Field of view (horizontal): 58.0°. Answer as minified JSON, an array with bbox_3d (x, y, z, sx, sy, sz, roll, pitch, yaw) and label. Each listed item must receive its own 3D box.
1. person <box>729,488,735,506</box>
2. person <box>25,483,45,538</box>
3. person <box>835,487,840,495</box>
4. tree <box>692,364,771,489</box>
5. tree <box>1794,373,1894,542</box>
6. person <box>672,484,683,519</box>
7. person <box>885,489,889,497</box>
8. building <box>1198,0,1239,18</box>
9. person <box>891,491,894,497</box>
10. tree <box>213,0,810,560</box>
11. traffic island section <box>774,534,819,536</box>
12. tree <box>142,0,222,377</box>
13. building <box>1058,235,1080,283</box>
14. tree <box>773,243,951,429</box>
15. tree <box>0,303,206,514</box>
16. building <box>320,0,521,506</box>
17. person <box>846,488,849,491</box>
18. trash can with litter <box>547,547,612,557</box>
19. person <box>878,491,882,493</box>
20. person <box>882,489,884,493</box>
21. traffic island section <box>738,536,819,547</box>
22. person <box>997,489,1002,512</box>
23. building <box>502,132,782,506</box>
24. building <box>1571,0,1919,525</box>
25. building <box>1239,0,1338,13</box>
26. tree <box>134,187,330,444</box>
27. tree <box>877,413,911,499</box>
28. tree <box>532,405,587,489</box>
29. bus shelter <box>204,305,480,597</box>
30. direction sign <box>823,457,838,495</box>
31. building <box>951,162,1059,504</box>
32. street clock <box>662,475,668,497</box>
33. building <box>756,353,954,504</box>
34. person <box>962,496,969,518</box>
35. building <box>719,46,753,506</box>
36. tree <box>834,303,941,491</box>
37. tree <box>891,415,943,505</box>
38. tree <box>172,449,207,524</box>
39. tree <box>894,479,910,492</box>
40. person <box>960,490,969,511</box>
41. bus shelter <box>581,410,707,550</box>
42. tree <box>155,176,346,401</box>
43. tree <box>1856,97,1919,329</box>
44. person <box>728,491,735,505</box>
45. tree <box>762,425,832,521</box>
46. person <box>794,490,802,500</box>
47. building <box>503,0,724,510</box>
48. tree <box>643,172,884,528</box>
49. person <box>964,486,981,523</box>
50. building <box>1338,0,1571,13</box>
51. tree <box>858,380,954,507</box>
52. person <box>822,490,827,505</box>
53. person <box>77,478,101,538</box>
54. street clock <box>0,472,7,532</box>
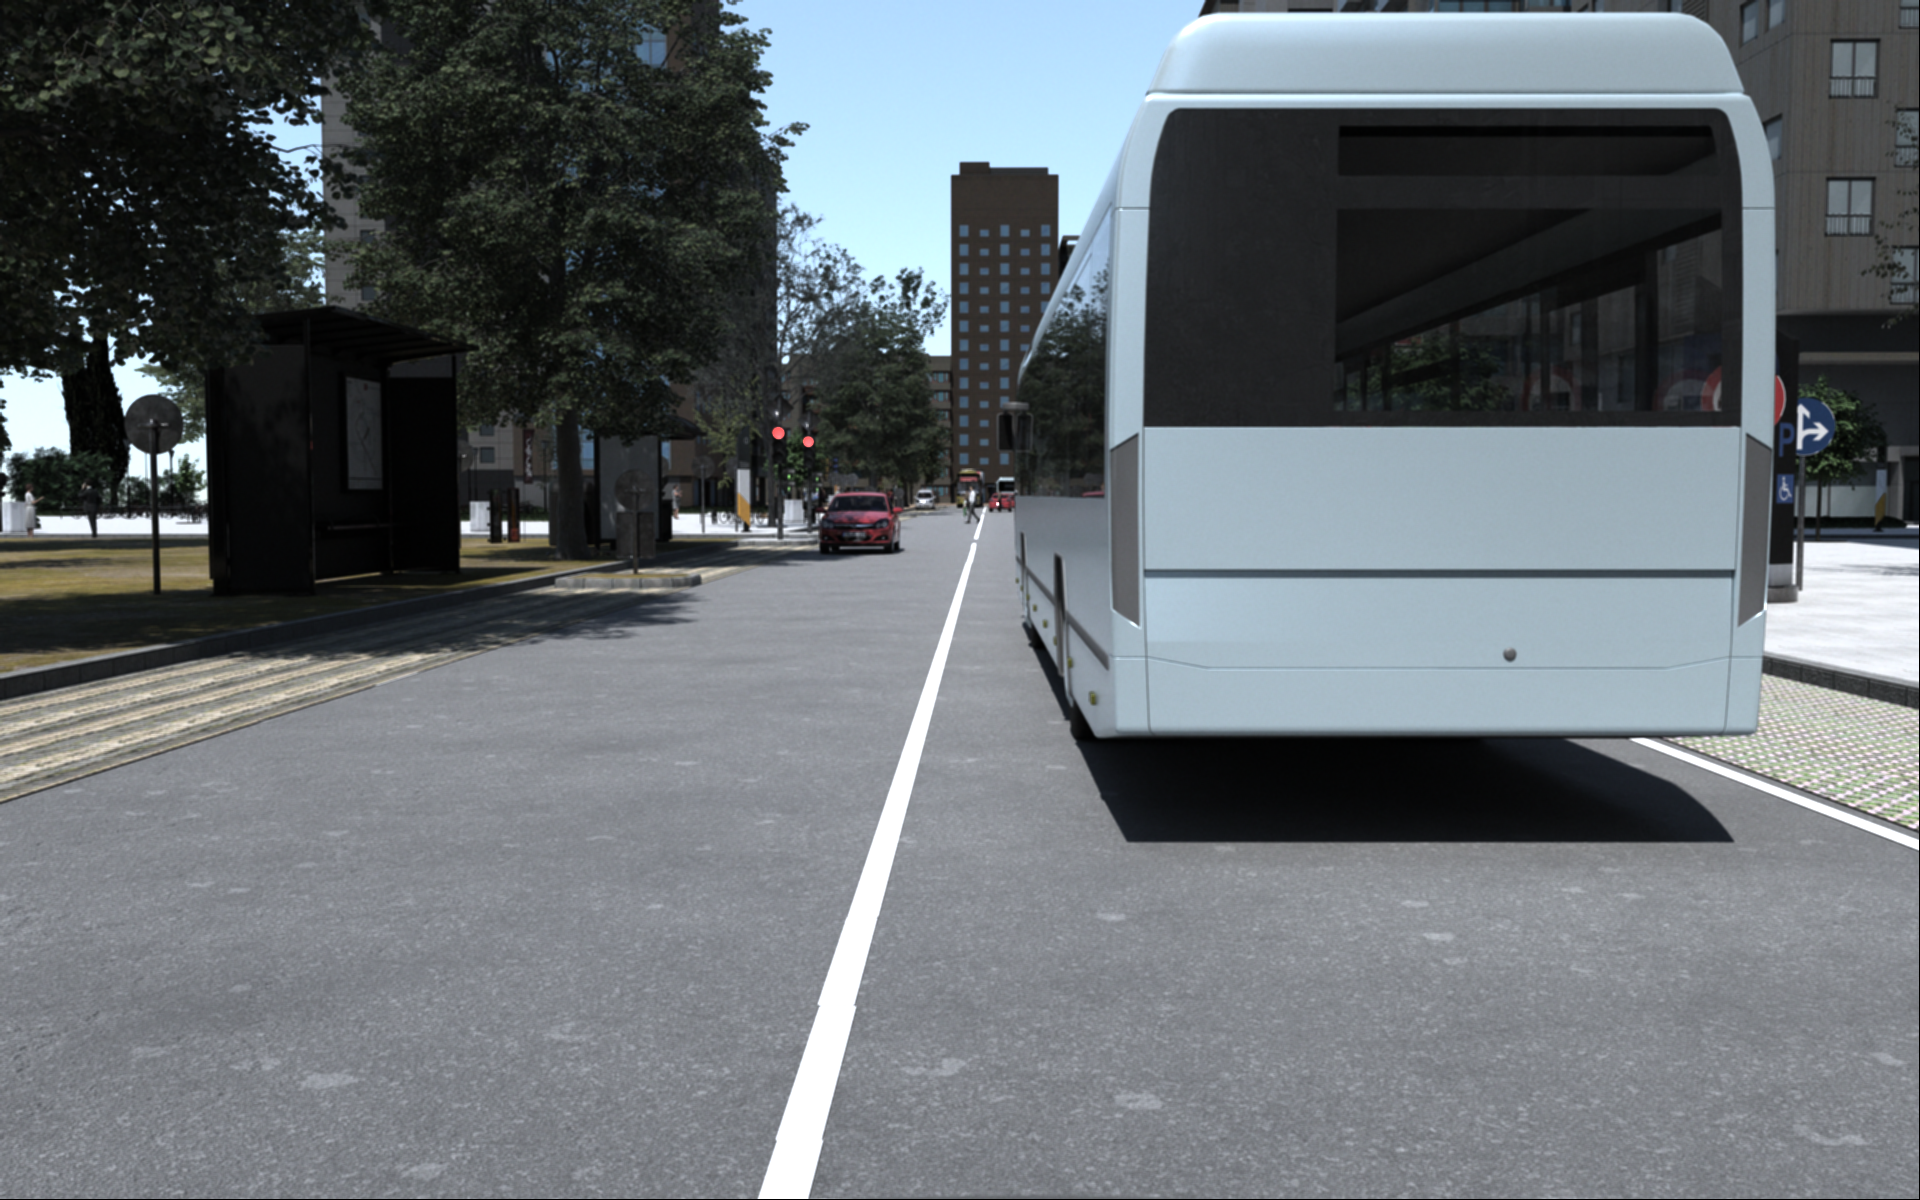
[{"bbox_3d":[-18.773,-8.430,144.015,1.348,1.807,0.705,3,5,41],"label":"person"},{"bbox_3d":[-28.336,-2.686,52.994,0.480,1.755,0.524,3,5,42],"label":"person"},{"bbox_3d":[-8.060,-6.565,113.858,0.515,1.767,0.782,1,4,20],"label":"person"},{"bbox_3d":[-12.606,-8.994,97.412,4.737,8.622,4.395,0,3,0],"label":"tree"},{"bbox_3d":[23.186,-3.842,46.530,4.285,4.588,4.351,0,3,0],"label":"tree"},{"bbox_3d":[-14.476,-5.043,88.846,0.532,1.782,0.716,-1,4,-13],"label":"person"},{"bbox_3d":[-8.180,-11.509,193.838,1.348,1.869,0.705,2,4,32],"label":"person"},{"bbox_3d":[38.628,-36.052,178.688,28.713,52.752,27.495,0,4,1],"label":"building"},{"bbox_3d":[-7.900,-11.946,202.140,0.721,1.735,1.217,1,4,9],"label":"person"},{"bbox_3d":[-7.566,-7.751,33.382,9.857,13.997,8.962,0,3,0],"label":"tree"},{"bbox_3d":[-4.939,-2.105,56.700,2.009,0.180,2.903,0,4,1],"label":"traffic island section"},{"bbox_3d":[-8.794,-6.560,13.911,9.857,13.997,8.962,0,3,0],"label":"tree"},{"bbox_3d":[25.404,-33.726,243.302,23.993,40.220,32.217,0,4,1],"label":"building"},{"bbox_3d":[-7.900,-16.911,132.381,12.611,20.169,13.585,0,3,0],"label":"tree"},{"bbox_3d":[-60.961,-13.325,119.692,13.155,14.587,18.604,0,4,-6],"label":"tree"},{"bbox_3d":[-53.265,-45.538,182.796,20.611,71.187,20.563,0,4,1],"label":"building"},{"bbox_3d":[-9.398,-8.468,144.462,1.348,1.831,0.705,-2,4,-33],"label":"person"},{"bbox_3d":[-7.810,-1.539,36.216,1.678,1.210,2.233,1,4,8],"label":"trash can with litter"},{"bbox_3d":[-8.768,-11.156,188.895,0.683,1.767,0.568,1,4,15],"label":"person"},{"bbox_3d":[-8.692,-11.658,196.780,0.705,1.807,1.348,0,4,-6],"label":"person"},{"bbox_3d":[-5.073,-1.617,48.716,2.009,0.180,2.903,0,4,1],"label":"traffic island section"},{"bbox_3d":[3.112,-7.869,137.173,0.705,1.823,1.348,0,4,5],"label":"person"},{"bbox_3d":[-31.058,-29.725,177.878,23.993,40.220,32.217,0,4,1],"label":"building"},{"bbox_3d":[46.131,-30.090,81.209,27.495,52.752,28.713,0,4,1],"label":"building"},{"bbox_3d":[34.686,-37.196,150.159,21.231,58.520,28.212,0,4,1],"label":"building"},{"bbox_3d":[-26.378,-8.919,63.953,7.486,12.596,7.792,0,3,0],"label":"tree"},{"bbox_3d":[-5.558,-12.051,147.403,4.737,8.622,4.395,0,3,0],"label":"tree"},{"bbox_3d":[-28.297,-10.461,121.397,4.360,8.622,3.978,0,3,0],"label":"tree"},{"bbox_3d":[-8.584,-2.045,24.721,1.731,3.624,6.357,0,4,1],"label":"bus shelter"},{"bbox_3d":[-7.811,-6.898,104.778,0.876,3.537,0.379,0,4,-6],"label":"direction sign"},{"bbox_3d":[6.015,-35.853,236.304,14.200,45.320,14.600,0,4,1],"label":"building"},{"bbox_3d":[-10.122,-3.302,58.555,0.471,2.002,0.358,1,4,15],"label":"street clock"},{"bbox_3d":[-15.438,-24.334,242.894,28.899,21.520,27.650,0,4,1],"label":"building"},{"bbox_3d":[0.325,-5.584,104.046,0.590,1.304,0.306,-3,5,-45],"label":"person"},{"bbox_3d":[-26.484,-28.777,154.101,14.154,41.232,14.086,0,4,1],"label":"building"},{"bbox_3d":[-5.835,-12.901,117.591,9.857,13.997,8.962,0,3,0],"label":"tree"},{"bbox_3d":[-5.298,-17.240,199.996,7.486,12.596,7.792,0,3,0],"label":"tree"},{"bbox_3d":[-33.500,-4.912,74.917,1.663,3.219,1.824,0,3,0],"label":"tree"},{"bbox_3d":[-6.169,-11.247,178.489,1.663,3.219,1.824,0,3,0],"label":"tree"},{"bbox_3d":[0.617,-8.635,149.699,1.348,1.823,0.705,-1,4,-9],"label":"person"},{"bbox_3d":[-7.554,-2.940,41.998,2.014,3.302,5.546,0,4,1],"label":"bus shelter"},{"bbox_3d":[-15.128,-5.329,37.496,4.360,8.622,3.978,0,3,0],"label":"tree"},{"bbox_3d":[15.570,-4.563,24.975,4.360,8.622,3.978,0,3,0],"label":"tree"},{"bbox_3d":[-17.437,-7.909,134.989,1.348,1.869,0.705,-3,4,-39],"label":"person"},{"bbox_3d":[-7.677,-6.045,82.544,4.285,4.588,4.351,0,3,0],"label":"tree"},{"bbox_3d":[-18.125,-11.491,194.643,1.217,1.735,0.721,0,4,6],"label":"person"},{"bbox_3d":[-27.066,-29.881,138.657,14.600,45.320,14.200,0,4,1],"label":"building"},{"bbox_3d":[-7.306,-9.519,66.010,12.009,13.543,11.850,0,3,0],"label":"tree"},{"bbox_3d":[0.606,-4.661,84.813,0.850,1.850,0.679,-1,4,-13],"label":"person"},{"bbox_3d":[37.455,-30.242,114.062,23.786,49.044,30.456,0,4,1],"label":"building"},{"bbox_3d":[-5.238,-15.321,167.501,9.611,12.733,9.660,0,3,0],"label":"tree"},{"bbox_3d":[-16.457,-12.373,208.890,0.990,1.755,0.434,-3,4,-37],"label":"person"},{"bbox_3d":[-25.825,-2.661,51.362,0.474,1.900,0.648,0,4,-1],"label":"person"},{"bbox_3d":[-32.181,-3.274,58.102,0.471,2.002,0.358,2,4,34],"label":"street clock"}]
